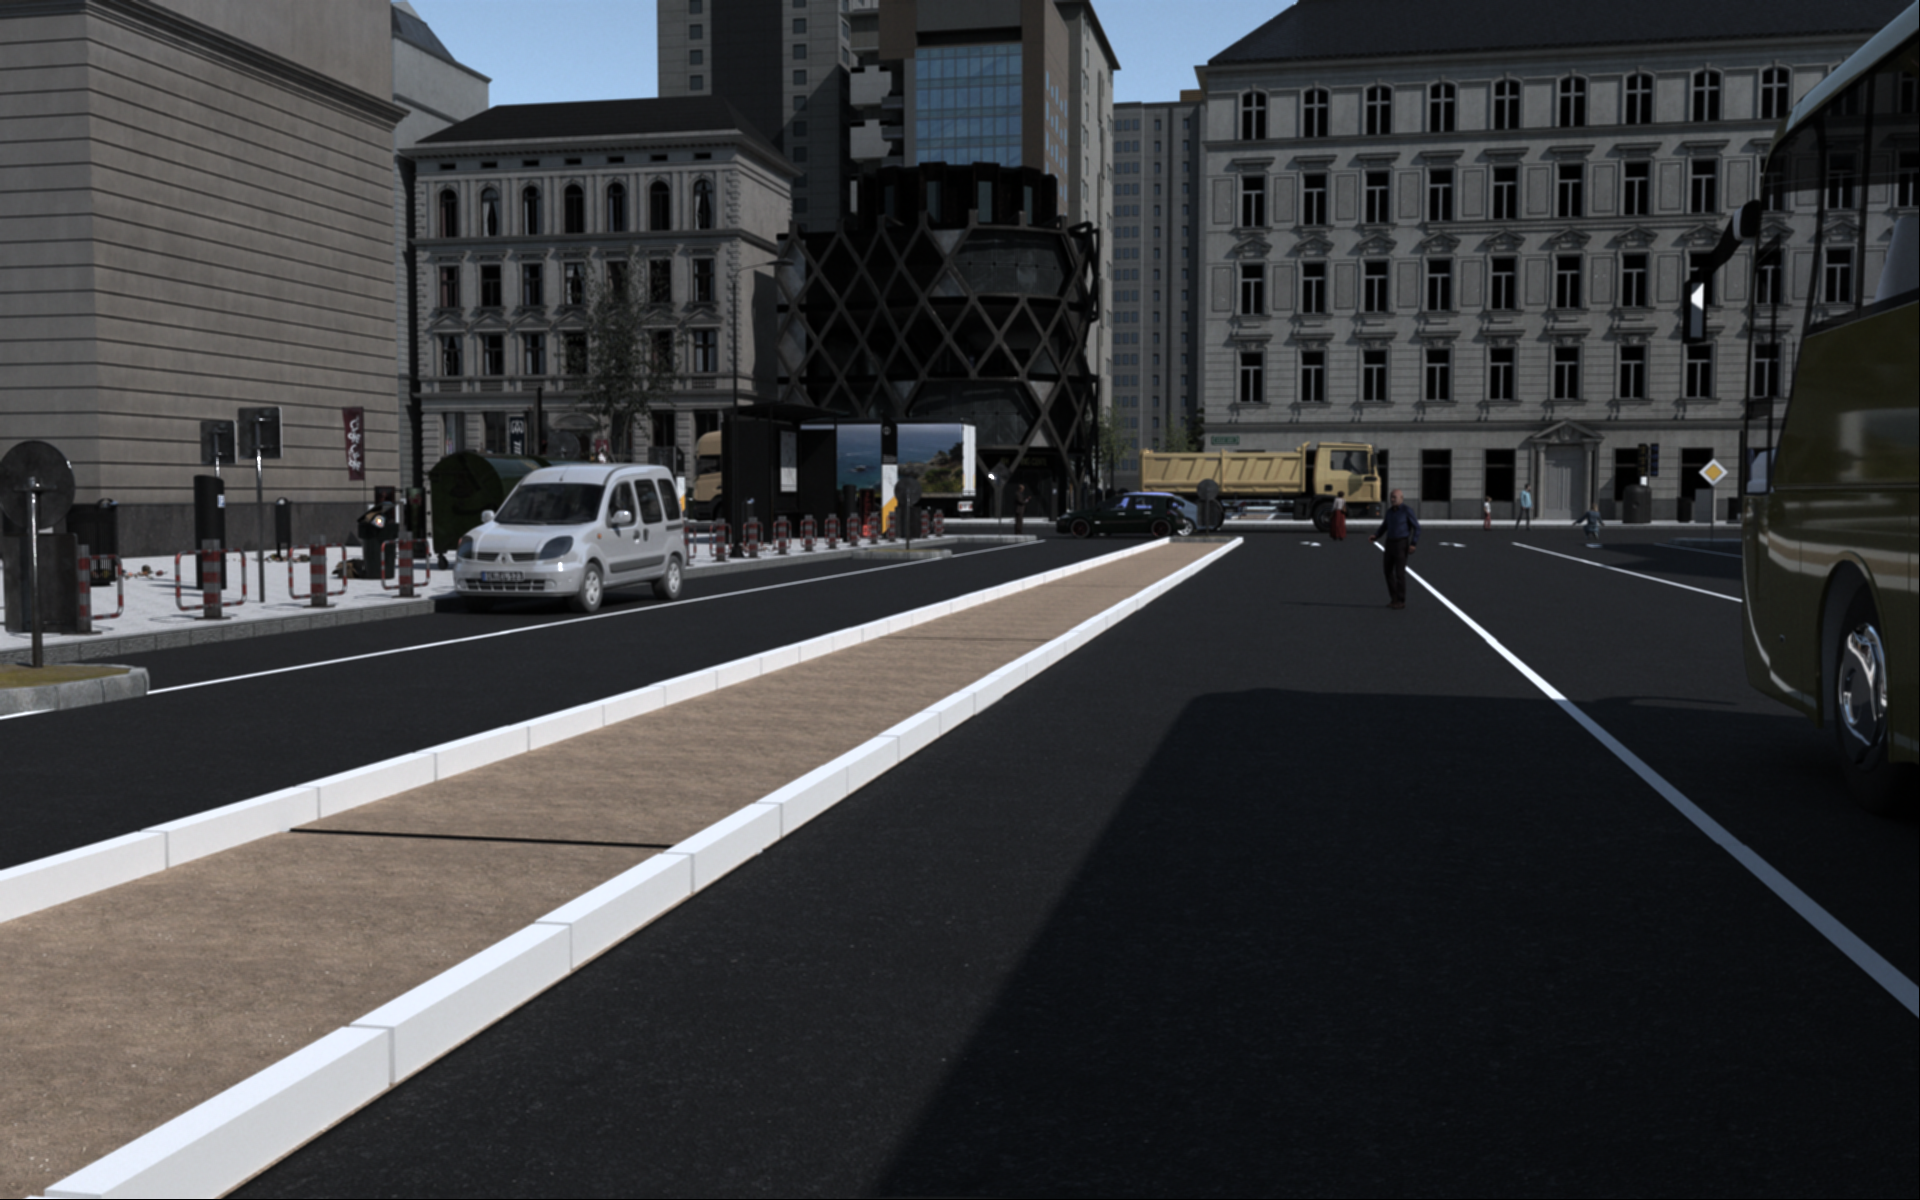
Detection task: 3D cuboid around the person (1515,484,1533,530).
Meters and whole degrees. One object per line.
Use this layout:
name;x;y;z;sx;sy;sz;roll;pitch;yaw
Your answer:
person;22.344;-3.678;68.502;0.638;1.841;0.748;-1;4;-22

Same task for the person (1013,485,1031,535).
person;2.102;-3.060;59.214;0.600;1.739;0.565;-1;4;-19

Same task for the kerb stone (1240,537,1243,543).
kerb stone;7.850;-1.640;49.013;0.120;0.150;1.000;1;4;12

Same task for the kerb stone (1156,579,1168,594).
kerb stone;2.851;-0.162;24.847;0.120;0.150;1.000;1;4;12

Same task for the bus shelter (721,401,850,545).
bus shelter;-4.632;-3.396;46.801;1.731;3.624;6.357;1;4;12

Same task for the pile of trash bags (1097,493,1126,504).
pile of trash bags;9.121;-6.251;111.959;3.447;1.369;1.912;0;4;-6

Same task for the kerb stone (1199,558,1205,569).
kerb stone;4.518;-0.655;32.897;0.120;0.150;1.000;1;4;12

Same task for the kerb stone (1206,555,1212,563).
kerb stone;4.935;-0.774;34.919;0.120;0.150;1.000;1;4;12

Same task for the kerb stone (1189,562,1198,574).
kerb stone;4.109;-0.531;30.882;0.120;0.150;1.000;1;4;12

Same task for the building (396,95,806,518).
building;-19.887;-16.487;98.443;19.941;23.489;11.050;1;4;12

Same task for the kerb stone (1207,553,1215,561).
kerb stone;5.139;-0.840;35.923;0.120;0.150;1.000;1;4;12

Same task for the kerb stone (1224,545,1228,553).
kerb stone;6.184;-1.145;40.952;0.120;0.150;1.000;1;4;12

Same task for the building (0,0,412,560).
building;-27.470;-14.919;41.193;25.104;27.353;12.463;1;4;12

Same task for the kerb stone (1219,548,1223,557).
kerb stone;5.770;-1.024;38.938;0.120;0.150;1.000;1;4;12

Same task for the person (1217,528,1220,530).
person;10.287;-3.731;69.628;0.434;1.807;0.598;3;5;43

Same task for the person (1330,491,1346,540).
person;11.710;-2.606;53.581;0.523;1.526;0.387;-1;4;-10

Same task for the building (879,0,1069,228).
building;1.696;-30.770;153.205;14.600;45.320;14.200;1;4;12

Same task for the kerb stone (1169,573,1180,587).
kerb stone;3.268;-0.282;26.858;0.120;0.150;1.000;1;4;12

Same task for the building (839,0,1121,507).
building;2.049;-36.621;187.999;27.495;52.752;28.713;1;4;12

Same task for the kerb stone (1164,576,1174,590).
kerb stone;3.059;-0.224;25.855;0.120;0.150;1.000;1;4;12

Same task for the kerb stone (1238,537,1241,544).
kerb stone;7.645;-1.577;48.004;0.120;0.150;1.000;1;4;12

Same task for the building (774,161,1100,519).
building;-0.417;-14.082;97.694;16.811;18.784;16.820;1;4;12

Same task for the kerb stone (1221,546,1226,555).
kerb stone;5.980;-1.086;39.947;0.120;0.150;1.000;1;4;12

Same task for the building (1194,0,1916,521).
building;34.922;-19.190;90.169;44.131;29.872;17.030;1;4;12

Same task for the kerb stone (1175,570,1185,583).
kerb stone;3.477;-0.345;27.862;0.120;0.150;1.000;1;4;12

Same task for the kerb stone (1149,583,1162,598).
kerb stone;2.637;-0.100;23.838;0.120;0.150;1.000;1;4;12

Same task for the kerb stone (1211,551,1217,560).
kerb stone;5.345;-0.899;36.932;0.120;0.150;1.000;1;4;12

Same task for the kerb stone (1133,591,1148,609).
kerb stone;2.229;0.027;21.812;0.120;0.150;1.000;1;4;12

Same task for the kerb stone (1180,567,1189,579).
kerb stone;3.682;-0.403;28.873;0.120;0.150;1.000;1;4;12

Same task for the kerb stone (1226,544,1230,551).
kerb stone;6.390;-1.206;41.957;0.120;0.150;1.000;1;4;12

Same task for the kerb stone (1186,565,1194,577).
kerb stone;3.892;-0.467;29.876;0.120;0.150;1.000;1;4;12

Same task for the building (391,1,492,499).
building;-44.197;-19.940;103.506;29.804;29.767;11.434;1;4;12

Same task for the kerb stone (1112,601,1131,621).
kerb stone;1.808;0.146;19.800;0.120;0.150;1.000;1;4;12

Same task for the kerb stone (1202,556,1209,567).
kerb stone;4.726;-0.715;33.906;0.120;0.150;1.000;1;4;12

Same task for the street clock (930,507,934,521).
street clock;-1.306;-4.609;79.926;0.358;2.002;0.471;0;4;4

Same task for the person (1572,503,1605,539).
person;20.085;-2.527;55.315;1.012;1.151;0.738;1;4;17

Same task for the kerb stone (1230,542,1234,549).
kerb stone;6.809;-1.328;43.970;0.120;0.150;1.000;1;4;12

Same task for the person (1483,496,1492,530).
person;20.798;-3.411;68.185;0.340;1.345;0.435;1;4;22

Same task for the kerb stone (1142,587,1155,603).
kerb stone;2.431;-0.037;22.817;0.120;0.150;1.000;1;4;12

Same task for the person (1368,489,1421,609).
person;5.402;-0.645;21.734;0.600;1.496;0.574;-1;4;-13

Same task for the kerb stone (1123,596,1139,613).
kerb stone;2.009;0.085;20.806;0.120;0.150;1.000;1;4;12

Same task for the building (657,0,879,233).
building;-20.811;-46.415;197.138;20.611;71.187;20.563;1;4;12

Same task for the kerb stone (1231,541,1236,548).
kerb stone;7.011;-1.390;44.977;0.120;0.150;1.000;1;4;12

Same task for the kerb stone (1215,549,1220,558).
kerb stone;5.555;-0.961;37.936;0.120;0.150;1.000;1;4;12

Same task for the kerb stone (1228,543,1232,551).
kerb stone;6.594;-1.270;42.967;0.120;0.150;1.000;1;4;12

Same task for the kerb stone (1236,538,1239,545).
kerb stone;7.429;-1.517;46.993;0.120;0.150;1.000;1;4;12

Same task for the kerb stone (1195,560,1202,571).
kerb stone;4.311;-0.593;31.890;0.120;0.150;1.000;1;4;12

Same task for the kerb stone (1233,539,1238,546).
kerb stone;7.222;-1.455;45.982;0.120;0.150;1.000;1;4;12
